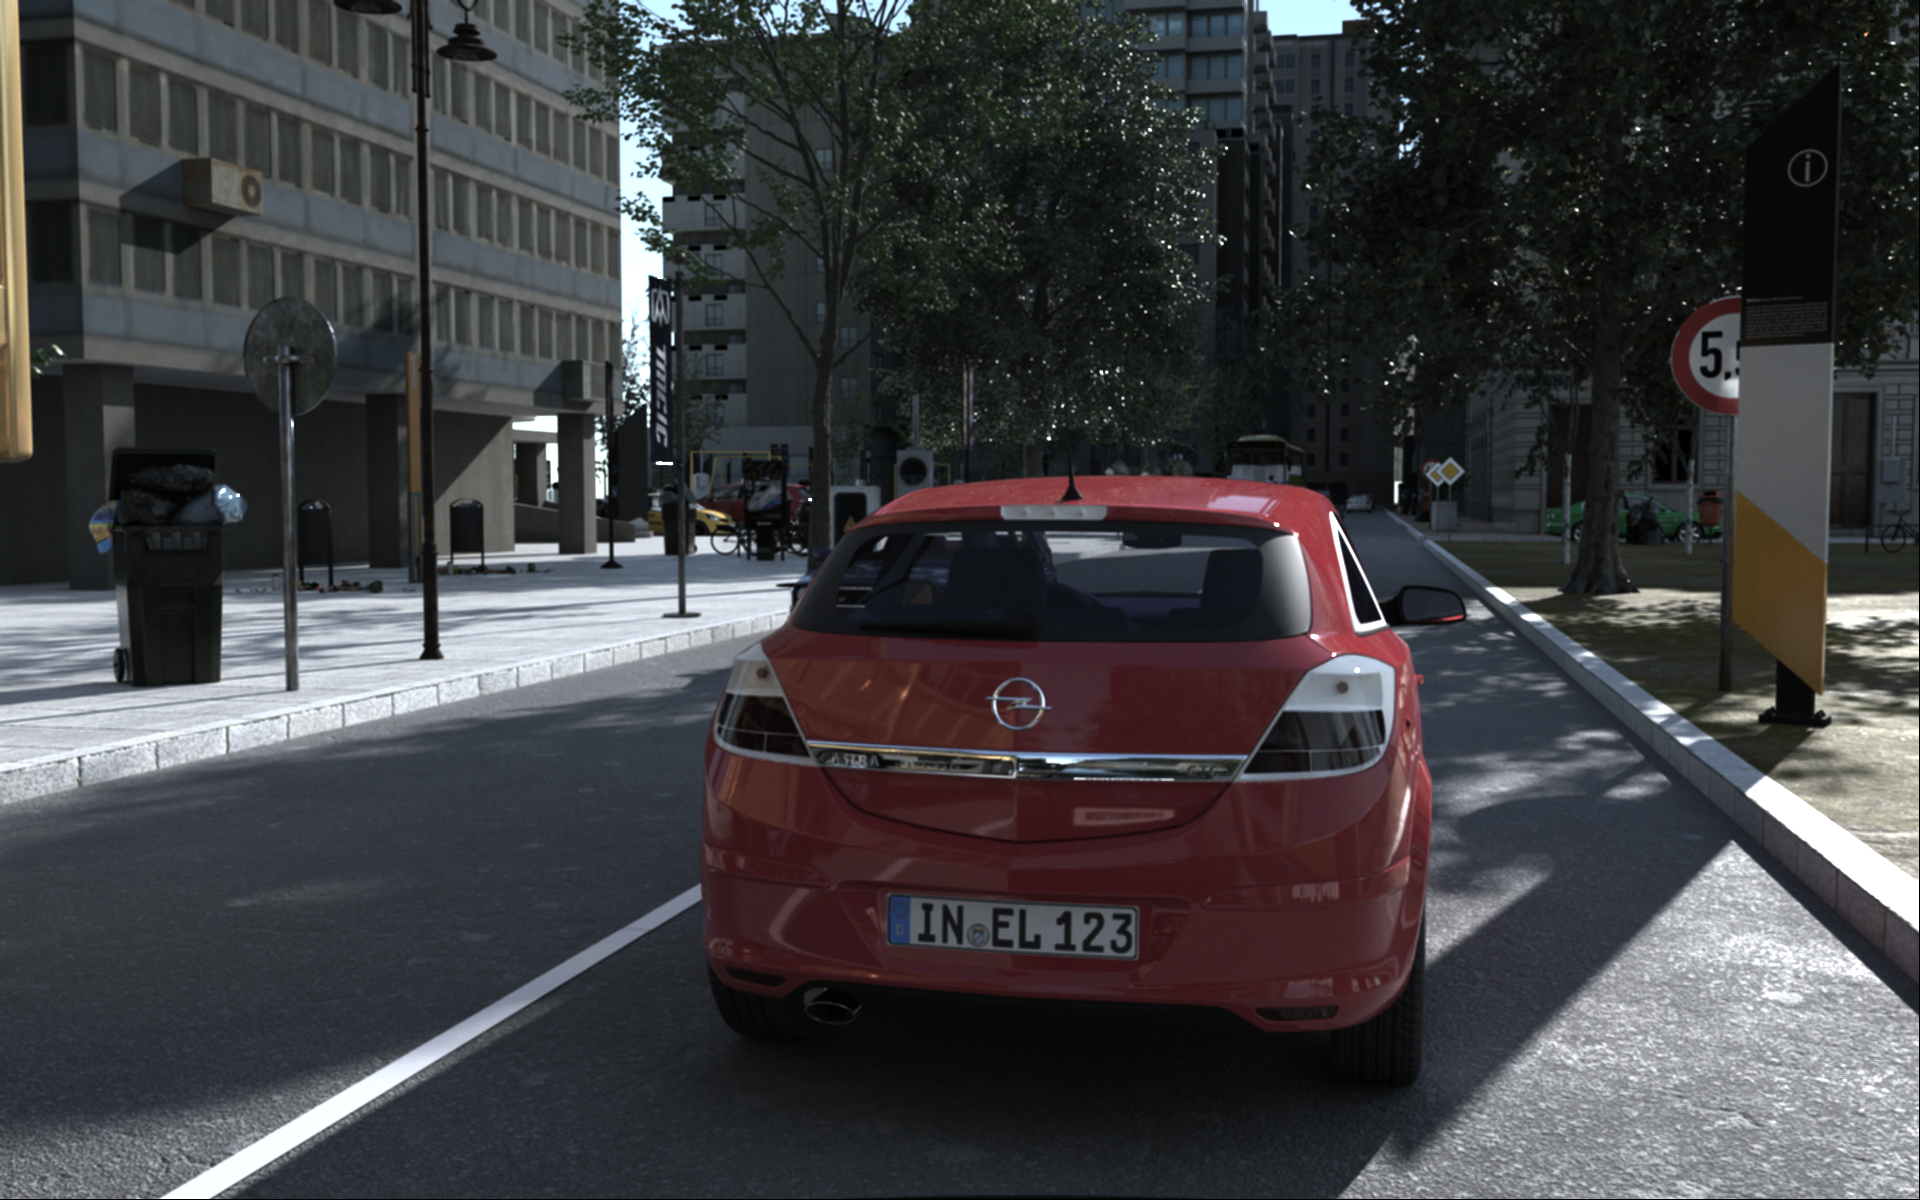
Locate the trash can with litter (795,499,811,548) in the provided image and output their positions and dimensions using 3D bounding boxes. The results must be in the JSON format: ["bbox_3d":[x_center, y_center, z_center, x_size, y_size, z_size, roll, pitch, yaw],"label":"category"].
[{"bbox_3d":[-3.330,-1.810,40.983,1.055,1.170,0.624,-1,4,-18],"label":"trash can with litter"}]

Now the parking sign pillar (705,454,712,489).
[{"bbox_3d":[-16.967,-7.760,115.350,1.447,3.967,1.447,1,4,19],"label":"parking sign pillar"}]

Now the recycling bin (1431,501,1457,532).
[{"bbox_3d":[16.541,-2.852,59.180,0.722,1.027,0.722,0,4,2],"label":"recycling bin"}]

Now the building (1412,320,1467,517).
[{"bbox_3d":[36.750,-17.840,110.745,14.314,24.678,30.058,1,4,13],"label":"building"}]

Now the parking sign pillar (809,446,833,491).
[{"bbox_3d":[-7.744,-6.603,96.438,1.447,3.967,1.447,-1,4,-15],"label":"parking sign pillar"}]

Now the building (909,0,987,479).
[{"bbox_3d":[8.884,-40.122,197.990,28.212,58.520,21.231,1,4,13],"label":"building"}]

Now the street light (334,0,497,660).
[{"bbox_3d":[-4.116,-2.479,13.318,0.468,5.910,1.993,1,4,13],"label":"street light"}]

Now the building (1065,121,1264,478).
[{"bbox_3d":[16.529,-22.399,137.920,14.160,30.474,14.107,1,4,13],"label":"building"}]

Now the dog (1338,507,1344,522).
[{"bbox_3d":[17.969,-3.949,81.409,0.513,0.831,0.800,3,5,42],"label":"dog"}]

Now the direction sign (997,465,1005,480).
[{"bbox_3d":[3.151,-8.690,134.079,0.876,3.537,0.379,-3,4,-38],"label":"direction sign"}]

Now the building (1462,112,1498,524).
[{"bbox_3d":[31.415,-14.818,84.073,13.314,21.916,24.055,1,4,13],"label":"building"}]

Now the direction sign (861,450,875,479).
[{"bbox_3d":[-4.738,-5.950,89.287,0.876,3.537,0.379,2,4,34],"label":"direction sign"}]

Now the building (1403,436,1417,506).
[{"bbox_3d":[58.447,-53.044,179.933,22.319,86.520,31.000,1,4,13],"label":"building"}]

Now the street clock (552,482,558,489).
[{"bbox_3d":[-24.400,-6.121,104.645,0.471,2.002,0.358,-2,4,-26],"label":"street clock"}]

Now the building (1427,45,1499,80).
[{"bbox_3d":[42.710,-27.506,133.322,14.154,41.232,14.086,1,4,13],"label":"building"}]

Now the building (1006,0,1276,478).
[{"bbox_3d":[17.514,-33.104,160.859,23.786,49.044,30.456,1,4,13],"label":"building"}]

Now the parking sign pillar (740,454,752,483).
[{"bbox_3d":[-14.379,-7.873,117.195,1.447,3.967,1.447,-3,5,-39],"label":"parking sign pillar"}]

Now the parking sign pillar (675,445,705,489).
[{"bbox_3d":[-14.536,-6.358,92.422,1.447,3.967,1.447,-1,4,-13],"label":"parking sign pillar"}]

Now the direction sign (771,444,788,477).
[{"bbox_3d":[-8.207,-5.315,78.902,0.876,3.537,0.379,1,4,23],"label":"direction sign"}]

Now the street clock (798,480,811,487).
[{"bbox_3d":[-7.908,-5.059,87.284,0.471,2.002,0.358,1,4,11],"label":"street clock"}]

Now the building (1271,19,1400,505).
[{"bbox_3d":[41.276,-41.533,221.071,28.212,58.520,21.231,1,4,13],"label":"building"}]

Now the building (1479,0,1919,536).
[{"bbox_3d":[28.353,-13.519,57.195,21.152,22.565,11.583,1,4,13],"label":"building"}]

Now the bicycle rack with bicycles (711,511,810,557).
[{"bbox_3d":[-3.776,-1.399,36.260,2.925,0.926,2.852,0,4,2],"label":"bicycle rack with bicycles"}]

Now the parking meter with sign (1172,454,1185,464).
[{"bbox_3d":[9.792,-4.839,75.377,0.543,3.016,1.738,2,4,28],"label":"parking meter with sign"}]

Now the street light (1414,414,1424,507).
[{"bbox_3d":[23.470,-7.091,88.725,0.468,5.910,1.993,1,4,13],"label":"street light"}]

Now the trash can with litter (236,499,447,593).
[{"bbox_3d":[-8.277,-0.722,22.860,2.233,1.210,1.678,1,4,22],"label":"trash can with litter"}]

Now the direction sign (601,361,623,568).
[{"bbox_3d":[-6.040,-2.320,29.929,0.379,3.537,0.876,0,4,-5],"label":"direction sign"}]

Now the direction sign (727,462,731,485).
[{"bbox_3d":[-16.574,-8.092,124.294,0.379,3.537,0.876,1,4,11],"label":"direction sign"}]

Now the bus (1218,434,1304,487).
[{"bbox_3d":[13.234,-5.094,74.835,2.896,3.916,12.252,1,4,15],"label":"bus"}]

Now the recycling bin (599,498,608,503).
[{"bbox_3d":[-20.476,-5.277,98.831,0.722,1.027,0.722,3,5,44],"label":"recycling bin"}]

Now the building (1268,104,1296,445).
[{"bbox_3d":[30.505,-33.449,197.008,14.200,45.320,14.600,1,4,13],"label":"building"}]

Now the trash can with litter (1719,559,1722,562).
[{"bbox_3d":[14.048,-1.182,30.710,1.055,1.170,0.624,3,5,40],"label":"trash can with litter"}]

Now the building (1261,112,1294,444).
[{"bbox_3d":[27.384,-30.461,181.623,14.154,41.232,14.086,1,4,13],"label":"building"}]

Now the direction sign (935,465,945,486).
[{"bbox_3d":[-1.522,-8.588,132.418,0.876,3.537,0.379,-1,4,-23],"label":"direction sign"}]

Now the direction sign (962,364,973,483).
[{"bbox_3d":[0.132,-2.359,30.574,0.379,3.537,0.876,1,4,12],"label":"direction sign"}]

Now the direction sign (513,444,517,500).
[{"bbox_3d":[-17.723,-4.699,68.829,0.379,3.537,0.876,3,5,41],"label":"direction sign"}]

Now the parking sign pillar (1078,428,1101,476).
[{"bbox_3d":[5.033,-4.830,67.448,1.447,3.967,1.447,-1,4,-18],"label":"parking sign pillar"}]

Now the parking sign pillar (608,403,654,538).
[{"bbox_3d":[-9.775,-3.823,50.986,1.447,3.967,1.447,2,4,31],"label":"parking sign pillar"}]

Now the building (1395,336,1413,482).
[{"bbox_3d":[61.237,-32.446,214.089,14.086,41.232,14.154,1,4,13],"label":"building"}]

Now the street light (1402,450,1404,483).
[{"bbox_3d":[32.185,-9.364,125.887,0.468,5.910,1.993,1,4,13],"label":"street light"}]

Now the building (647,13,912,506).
[{"bbox_3d":[-19.149,-37.392,200.603,27.495,52.752,28.713,1,4,13],"label":"building"}]

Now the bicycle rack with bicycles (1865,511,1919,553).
[{"bbox_3d":[21.149,-1.460,37.257,2.925,0.926,2.852,-1,4,-20],"label":"bicycle rack with bicycles"}]

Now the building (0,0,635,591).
[{"bbox_3d":[-20.099,-20.884,33.335,23.993,40.220,32.217,1,4,13],"label":"building"}]
